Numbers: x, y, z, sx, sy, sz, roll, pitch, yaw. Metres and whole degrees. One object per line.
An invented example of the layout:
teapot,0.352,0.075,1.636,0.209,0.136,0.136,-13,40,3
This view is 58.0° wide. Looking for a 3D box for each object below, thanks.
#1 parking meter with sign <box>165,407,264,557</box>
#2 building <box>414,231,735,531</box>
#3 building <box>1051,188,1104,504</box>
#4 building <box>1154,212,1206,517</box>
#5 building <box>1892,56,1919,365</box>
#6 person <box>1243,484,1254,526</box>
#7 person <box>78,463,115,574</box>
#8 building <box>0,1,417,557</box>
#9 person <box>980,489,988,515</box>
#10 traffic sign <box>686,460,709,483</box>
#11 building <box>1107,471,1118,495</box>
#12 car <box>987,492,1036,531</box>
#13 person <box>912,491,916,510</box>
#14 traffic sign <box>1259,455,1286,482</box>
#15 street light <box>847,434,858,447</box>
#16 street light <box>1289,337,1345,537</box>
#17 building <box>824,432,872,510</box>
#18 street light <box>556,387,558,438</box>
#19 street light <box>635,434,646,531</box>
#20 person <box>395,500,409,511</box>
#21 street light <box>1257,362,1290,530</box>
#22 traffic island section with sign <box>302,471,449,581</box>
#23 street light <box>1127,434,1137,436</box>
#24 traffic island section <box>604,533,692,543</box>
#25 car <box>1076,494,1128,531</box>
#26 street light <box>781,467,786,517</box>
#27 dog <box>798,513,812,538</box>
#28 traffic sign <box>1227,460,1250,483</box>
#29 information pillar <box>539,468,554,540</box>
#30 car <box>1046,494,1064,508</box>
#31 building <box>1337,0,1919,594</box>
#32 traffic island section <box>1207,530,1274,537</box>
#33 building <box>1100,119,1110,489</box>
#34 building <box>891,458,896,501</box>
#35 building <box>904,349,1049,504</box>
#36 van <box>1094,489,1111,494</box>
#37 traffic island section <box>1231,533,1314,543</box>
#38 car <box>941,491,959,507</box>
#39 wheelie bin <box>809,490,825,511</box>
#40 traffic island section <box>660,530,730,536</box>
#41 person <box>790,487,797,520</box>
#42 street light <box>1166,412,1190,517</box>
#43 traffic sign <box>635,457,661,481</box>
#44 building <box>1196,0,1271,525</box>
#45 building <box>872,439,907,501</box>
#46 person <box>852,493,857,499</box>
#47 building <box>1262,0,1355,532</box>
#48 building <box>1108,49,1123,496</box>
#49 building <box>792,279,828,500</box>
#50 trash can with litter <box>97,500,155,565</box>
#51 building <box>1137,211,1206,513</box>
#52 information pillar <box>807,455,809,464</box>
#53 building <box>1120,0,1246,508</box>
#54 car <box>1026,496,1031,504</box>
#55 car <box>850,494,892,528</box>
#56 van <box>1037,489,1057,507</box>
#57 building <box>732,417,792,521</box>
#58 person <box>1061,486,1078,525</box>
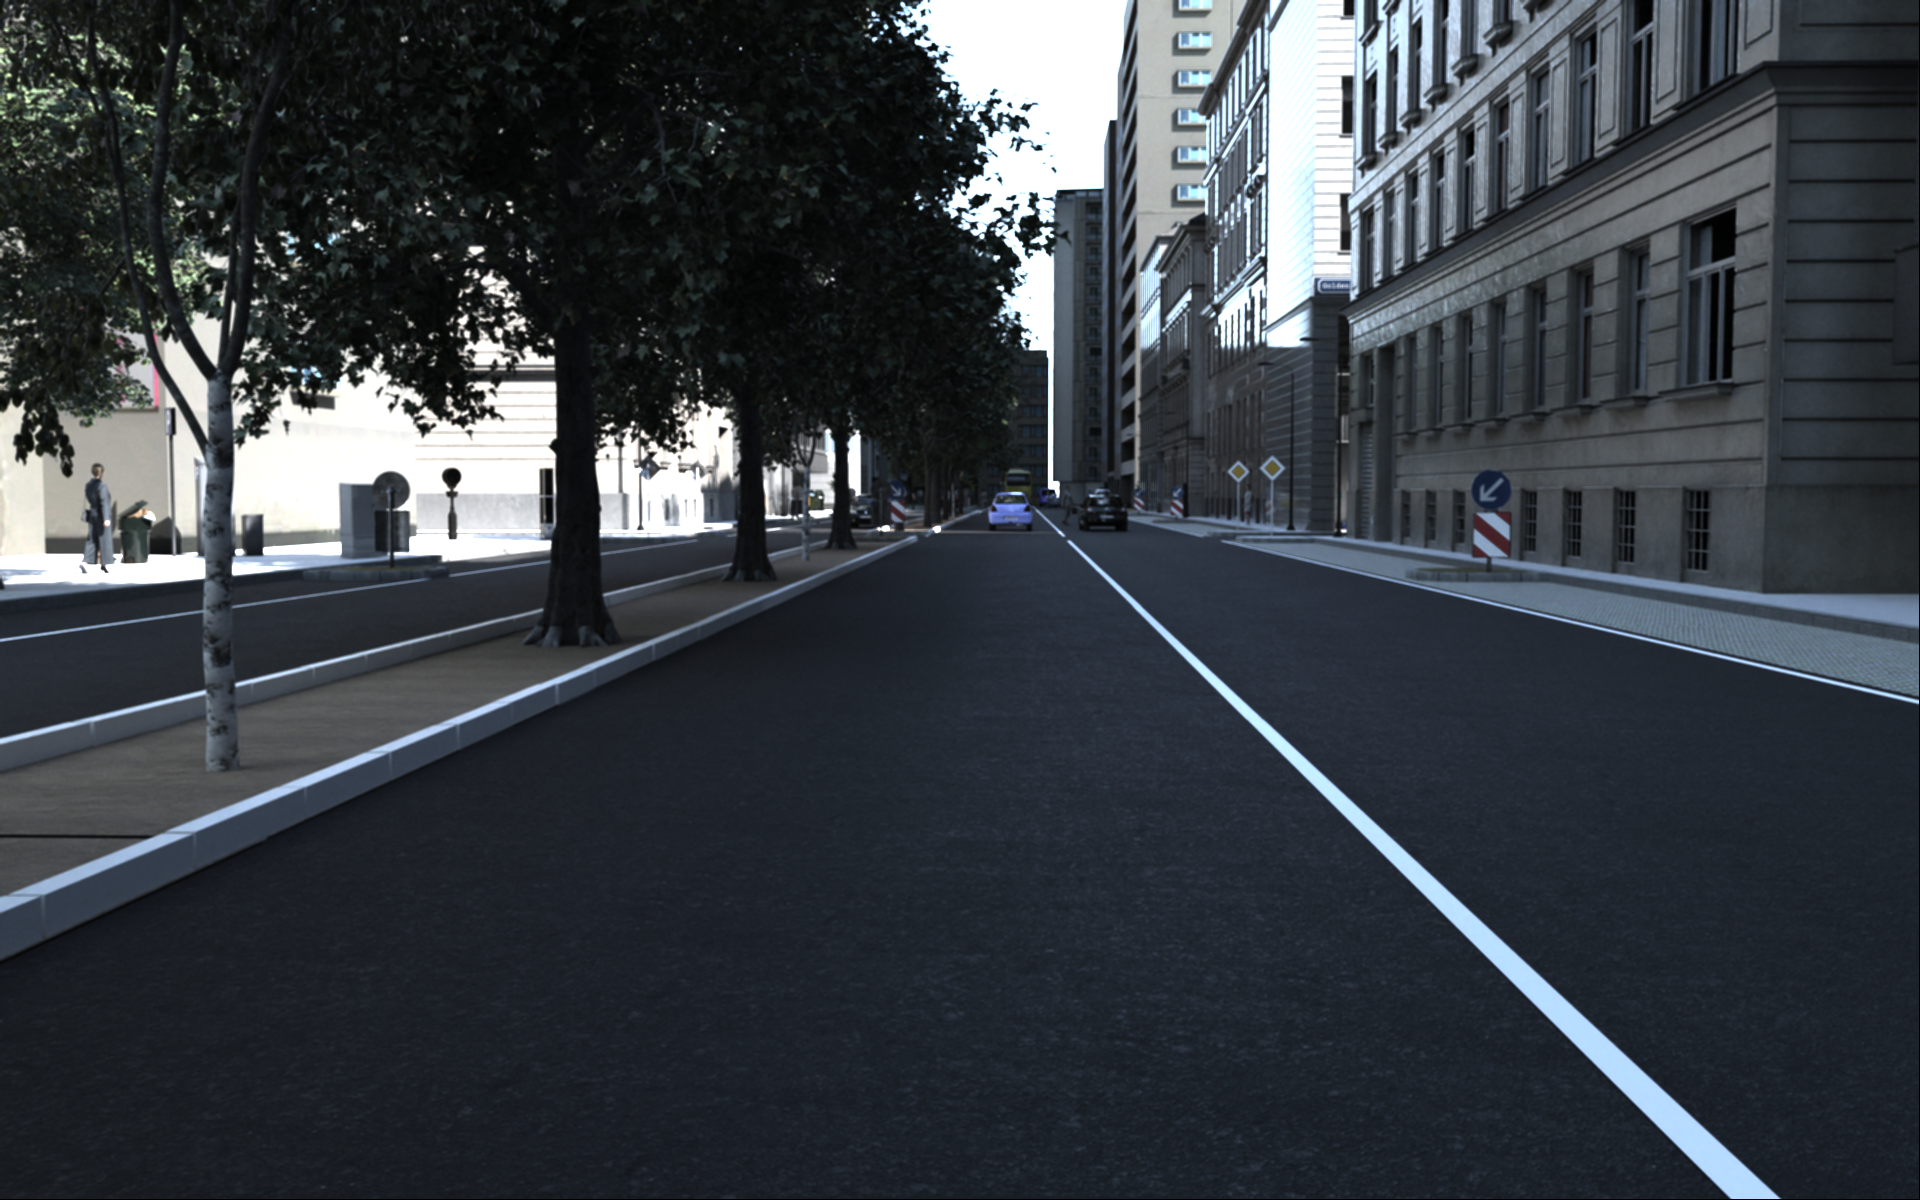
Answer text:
parking meter with sign,-15.286,-2.404,35.569,1.738,3.016,0.543,-2,4,-35
building,-17.341,-17.348,71.025,14.401,28.519,23.554,0,4,2
building,18.999,-33.084,224.518,14.086,41.232,14.154,0,4,2
building,17.895,-14.783,106.334,10.561,19.102,19.286,0,4,2
building,17.603,-13.142,8.383,14.314,27.812,24.014,0,4,2
person,11.728,-3.883,70.540,0.522,1.701,0.512,-1,4,-12
person,-13.800,-1.300,27.715,0.576,1.772,0.534,1,4,8
building,-27.013,-25.448,39.773,21.600,48.544,21.300,0,4,2
person,1.637,-6.842,120.546,0.511,1.800,0.466,-3,5,-43
traffic sign,-9.116,-3.541,60.090,0.795,2.593,0.064,0,4,2
building,26.658,-45.635,184.378,20.563,71.187,20.611,0,4,2
car,2.005,-3.579,68.111,1.945,1.707,3.694,0,4,2
person,-4.084,-8.965,155.792,0.721,1.736,1.217,0,4,-4
traffic sign,9.291,-3.013,51.445,0.795,2.593,0.064,0,4,2
street light,-8.076,-9.815,133.017,1.470,5.913,1.316,0,4,2
street light,10.719,-4.820,51.352,1.470,5.913,1.316,0,4,2
building,-19.315,-37.108,148.707,21.231,58.520,28.212,0,4,2
street light,-10.955,-4.706,49.481,1.470,5.913,1.316,0,4,2
street light,-10.550,-5.347,59.962,1.470,5.913,1.316,0,4,2
person,-15.184,-2.482,46.817,0.583,1.804,0.606,-1,4,-15
street light,11.134,-5.407,60.951,1.470,5.913,1.316,0,4,2
traffic island section with sign,-9.869,-1.281,29.564,1.989,1.847,2.006,0,4,2
street light,13.541,-9.871,133.923,1.470,5.913,1.316,0,4,2
traffic island section,-9.415,-1.829,52.177,2.009,0.180,2.903,0,4,2
car,5.643,-3.592,68.521,2.009,1.686,4.222,0,4,0
street light,-9.333,-7.597,96.755,1.470,5.913,1.316,0,4,2
dog,-5.142,-2.458,57.020,0.800,0.831,0.513,-3,5,-45
traffic sign,9.567,-3.501,59.426,0.795,2.593,0.064,0,4,2
information pillar,-11.624,-2.705,48.718,0.304,2.012,0.304,-3,4,-39
car,10.143,-10.503,183.718,2.014,1.417,4.499,0,4,1
building,18.063,-12.369,35.518,16.112,22.955,30.059,0,4,2
traffic island section,9.590,-2.277,59.508,2.009,0.180,2.903,0,4,2
building,23.887,-33.794,202.646,14.600,45.320,14.200,0,4,2
building,-14.198,-32.690,184.599,14.600,45.320,14.200,0,4,2
building,-2.702,-23.713,232.747,28.899,21.520,27.650,0,4,2
van,12.654,-9.015,154.399,2.013,2.044,4.112,0,4,2
traffic island section,9.315,-1.789,51.527,2.009,0.180,2.903,0,4,2
car,-1.055,-10.995,188.448,2.281,1.827,5.304,0,4,3
wheelie bin,-10.707,-7.523,130.914,0.980,1.594,0.693,-3,5,-42
traffic island section,-9.140,-2.317,60.157,2.009,0.180,2.903,0,4,2
person,-8.353,-4.825,87.619,0.478,1.798,0.641,-2,4,-35
street light,12.308,-7.665,97.858,1.470,5.913,1.316,0,4,2
traffic sign,-9.392,-3.053,52.109,0.795,2.593,0.064,0,4,2
building,18.836,-17.530,83.883,12.463,27.353,25.104,0,4,2
building,-13.404,-31.845,204.255,14.086,41.232,14.154,0,4,2
person,-8.625,-8.164,140.466,0.436,1.711,0.756,-2,4,-34
building,26.831,-17.456,62.898,29.804,29.767,11.434,0,4,2
building,22.376,-31.671,167.932,14.600,45.320,14.200,0,4,2
building,-17.178,-19.705,115.683,14.314,27.812,24.014,0,4,2
trash can with litter,-15.310,-1.237,31.616,1.055,1.170,0.624,-3,5,-40
building,18.248,-16.873,125.016,9.793,20.994,18.267,0,4,2
information pillar,-9.097,-6.867,103.631,0.183,3.616,0.504,-1,4,-14
building,25.237,-32.167,149.637,21.300,48.544,21.600,0,4,2
car,5.485,-8.913,158.299,1.945,1.354,3.894,0,4,1
car,-3.849,-3.929,74.020,2.009,1.686,4.222,0,4,2
van,9.748,-11.498,192.368,2.240,2.365,5.245,0,4,1
building,-16.330,-16.807,92.819,12.078,24.808,19.932,0,4,2
person,5.039,-4.421,80.904,0.853,1.813,0.709,3,5,39
